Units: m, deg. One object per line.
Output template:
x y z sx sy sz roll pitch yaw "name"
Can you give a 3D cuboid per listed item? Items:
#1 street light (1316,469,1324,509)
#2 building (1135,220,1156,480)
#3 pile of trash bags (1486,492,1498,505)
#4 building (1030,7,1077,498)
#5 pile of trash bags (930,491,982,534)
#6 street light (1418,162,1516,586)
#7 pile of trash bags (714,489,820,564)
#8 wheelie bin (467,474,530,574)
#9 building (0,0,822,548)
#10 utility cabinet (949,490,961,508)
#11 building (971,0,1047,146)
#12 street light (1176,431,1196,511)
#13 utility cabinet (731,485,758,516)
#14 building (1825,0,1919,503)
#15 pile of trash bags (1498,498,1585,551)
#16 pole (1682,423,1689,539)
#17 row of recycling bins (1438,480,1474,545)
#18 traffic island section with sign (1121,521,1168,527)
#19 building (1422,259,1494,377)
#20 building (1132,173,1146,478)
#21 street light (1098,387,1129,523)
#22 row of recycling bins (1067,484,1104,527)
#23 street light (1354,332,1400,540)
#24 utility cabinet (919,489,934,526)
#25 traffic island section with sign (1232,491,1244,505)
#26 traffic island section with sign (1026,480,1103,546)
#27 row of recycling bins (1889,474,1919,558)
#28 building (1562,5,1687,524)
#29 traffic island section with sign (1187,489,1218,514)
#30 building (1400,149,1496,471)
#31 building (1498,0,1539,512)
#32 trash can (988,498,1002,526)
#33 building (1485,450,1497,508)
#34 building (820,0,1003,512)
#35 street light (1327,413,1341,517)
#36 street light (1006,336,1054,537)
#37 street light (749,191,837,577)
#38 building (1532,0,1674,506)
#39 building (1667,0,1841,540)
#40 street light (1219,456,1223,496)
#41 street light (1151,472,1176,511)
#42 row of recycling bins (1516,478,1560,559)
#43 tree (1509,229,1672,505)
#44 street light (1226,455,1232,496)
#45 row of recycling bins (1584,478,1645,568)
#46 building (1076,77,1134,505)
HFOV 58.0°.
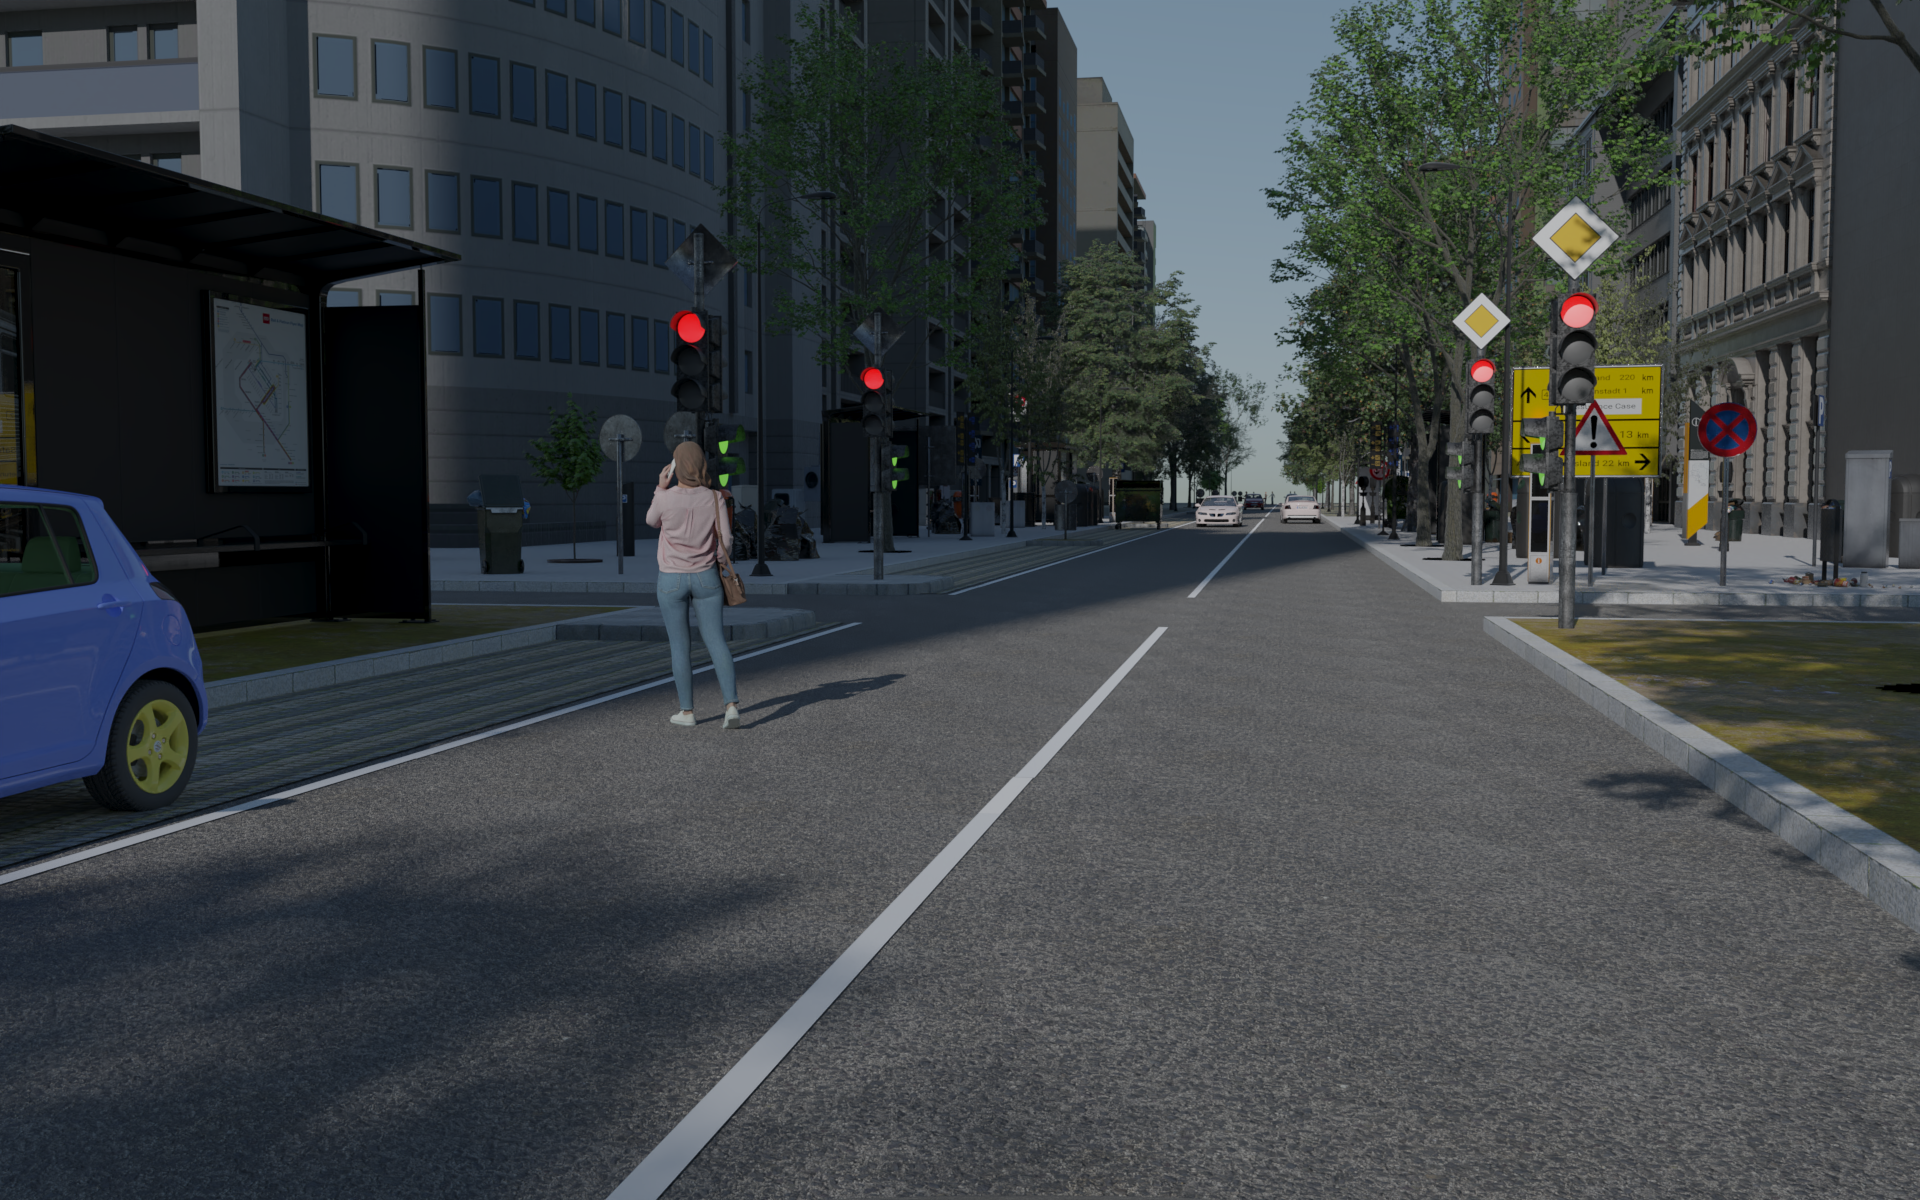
21.501 -7.827 100.506 1.470 5.913 1.316 1 4 11 "street light"
20.973 -34.819 252.887 14.154 41.232 14.086 1 4 11 "building"
29.486 -4.984 91.240 3.447 1.369 1.912 1 4 9 "pile of trash bags"
2.991 -31.139 159.233 14.600 45.320 14.200 1 4 11 "building"
-0.024 -2.888 56.967 1.912 1.369 3.447 0 4 -2 "pile of trash bags"
7.114 -3.167 24.319 1.470 5.913 1.316 1 4 11 "street light"
-4.024 -1.442 33.325 1.912 1.369 3.447 1 4 15 "pile of trash bags"
-7.443 -1.222 27.895 0.980 1.594 0.693 -2 4 -28 "wheelie bin"
-18.145 -31.229 52.597 21.231 58.520 28.212 1 4 11 "building"
-0.239 -5.708 102.003 1.173 1.500 0.318 0 4 -3 "utility cabinet"
-5.110 -29.619 138.901 22.147 44.769 28.867 1 4 11 "building"
16.473 -9.481 127.560 1.470 5.913 1.316 1 4 11 "street light"
-5.260 -2.081 42.705 0.318 1.500 1.173 1 4 18 "utility cabinet"
33.857 -14.900 37.117 24.014 27.812 14.314 1 4 11 "building"
13.788 -1.868 40.298 1.912 1.369 3.447 1 4 10 "pile of trash bags"
20.827 -3.409 49.582 0.158 3.312 0.155 0 3 0 "pole"
12.990 -2.333 45.262 1.069 1.692 3.534 1 4 13 "row of recycling bins"
8.005 -4.061 75.017 1.989 1.847 2.006 1 4 11 "traffic island section with sign"
60.601 -26.287 201.491 14.160 30.474 14.107 1 4 11 "building"
13.214 -35.339 232.424 22.147 44.769 28.867 1 4 11 "building"
6.664 -6.294 75.447 1.470 5.913 1.316 1 4 11 "street light"
4.842 -3.803 69.285 1.069 1.692 3.534 1 4 13 "row of recycling bins"
11.714 -4.665 48.818 1.470 5.913 1.316 1 4 11 "street light"
-1.368 -3.745 69.906 0.318 1.500 1.173 1 4 15 "utility cabinet"
37.611 -13.660 231.961 1.989 1.847 2.006 1 4 11 "traffic island section with sign"
2.952 -2.420 48.197 1.989 1.847 2.006 1 4 11 "traffic island section with sign"
19.628 -1.777 36.170 1.069 1.692 3.534 1 4 23 "row of recycling bins"
37.303 -15.956 79.940 14.314 24.678 30.058 1 4 11 "building"
17.312 -7.078 124.351 1.989 1.847 2.006 1 4 11 "traffic island section with sign"
67.278 -34.697 221.913 22.147 44.769 28.867 1 4 11 "building"
45.247 -28.756 120.274 14.600 45.320 14.200 1 4 11 "building"
1.484 -3.620 70.840 0.748 1.137 0.748 0 3 0 "trash can"
53.200 -50.651 140.821 22.319 86.520 31.000 1 4 11 "building"
-7.979 -41.300 113.507 20.563 71.187 20.611 1 4 11 "building"
16.372 -6.178 73.557 1.470 5.913 1.316 1 4 11 "street light"
2.065 -4.805 51.102 1.470 5.913 1.316 1 4 11 "street light"
-2.578 -3.319 26.802 1.470 5.913 1.316 1 4 11 "street light"
42.525 -25.869 106.546 14.154 41.232 14.086 1 4 11 "building"
30.343 -13.869 55.643 11.050 23.489 19.941 1 4 11 "building"
26.969 -12.892 183.331 1.470 5.913 1.316 1 4 11 "street light"
11.920 -7.979 102.998 1.470 5.913 1.316 1 4 11 "street light"
12.073 -1.760 35.893 1.069 1.692 3.534 1 4 19 "row of recycling bins"
17.730 -6.014 48.687 4.737 8.622 4.395 0 3 0 "tree"
31.647 -14.369 207.475 1.470 5.913 1.316 1 4 11 "street light"
11.900 -1.494 31.538 1.069 1.692 3.534 1 4 20 "row of recycling bins"
9.083 -35.672 206.934 21.300 48.544 21.600 1 4 11 "building"
